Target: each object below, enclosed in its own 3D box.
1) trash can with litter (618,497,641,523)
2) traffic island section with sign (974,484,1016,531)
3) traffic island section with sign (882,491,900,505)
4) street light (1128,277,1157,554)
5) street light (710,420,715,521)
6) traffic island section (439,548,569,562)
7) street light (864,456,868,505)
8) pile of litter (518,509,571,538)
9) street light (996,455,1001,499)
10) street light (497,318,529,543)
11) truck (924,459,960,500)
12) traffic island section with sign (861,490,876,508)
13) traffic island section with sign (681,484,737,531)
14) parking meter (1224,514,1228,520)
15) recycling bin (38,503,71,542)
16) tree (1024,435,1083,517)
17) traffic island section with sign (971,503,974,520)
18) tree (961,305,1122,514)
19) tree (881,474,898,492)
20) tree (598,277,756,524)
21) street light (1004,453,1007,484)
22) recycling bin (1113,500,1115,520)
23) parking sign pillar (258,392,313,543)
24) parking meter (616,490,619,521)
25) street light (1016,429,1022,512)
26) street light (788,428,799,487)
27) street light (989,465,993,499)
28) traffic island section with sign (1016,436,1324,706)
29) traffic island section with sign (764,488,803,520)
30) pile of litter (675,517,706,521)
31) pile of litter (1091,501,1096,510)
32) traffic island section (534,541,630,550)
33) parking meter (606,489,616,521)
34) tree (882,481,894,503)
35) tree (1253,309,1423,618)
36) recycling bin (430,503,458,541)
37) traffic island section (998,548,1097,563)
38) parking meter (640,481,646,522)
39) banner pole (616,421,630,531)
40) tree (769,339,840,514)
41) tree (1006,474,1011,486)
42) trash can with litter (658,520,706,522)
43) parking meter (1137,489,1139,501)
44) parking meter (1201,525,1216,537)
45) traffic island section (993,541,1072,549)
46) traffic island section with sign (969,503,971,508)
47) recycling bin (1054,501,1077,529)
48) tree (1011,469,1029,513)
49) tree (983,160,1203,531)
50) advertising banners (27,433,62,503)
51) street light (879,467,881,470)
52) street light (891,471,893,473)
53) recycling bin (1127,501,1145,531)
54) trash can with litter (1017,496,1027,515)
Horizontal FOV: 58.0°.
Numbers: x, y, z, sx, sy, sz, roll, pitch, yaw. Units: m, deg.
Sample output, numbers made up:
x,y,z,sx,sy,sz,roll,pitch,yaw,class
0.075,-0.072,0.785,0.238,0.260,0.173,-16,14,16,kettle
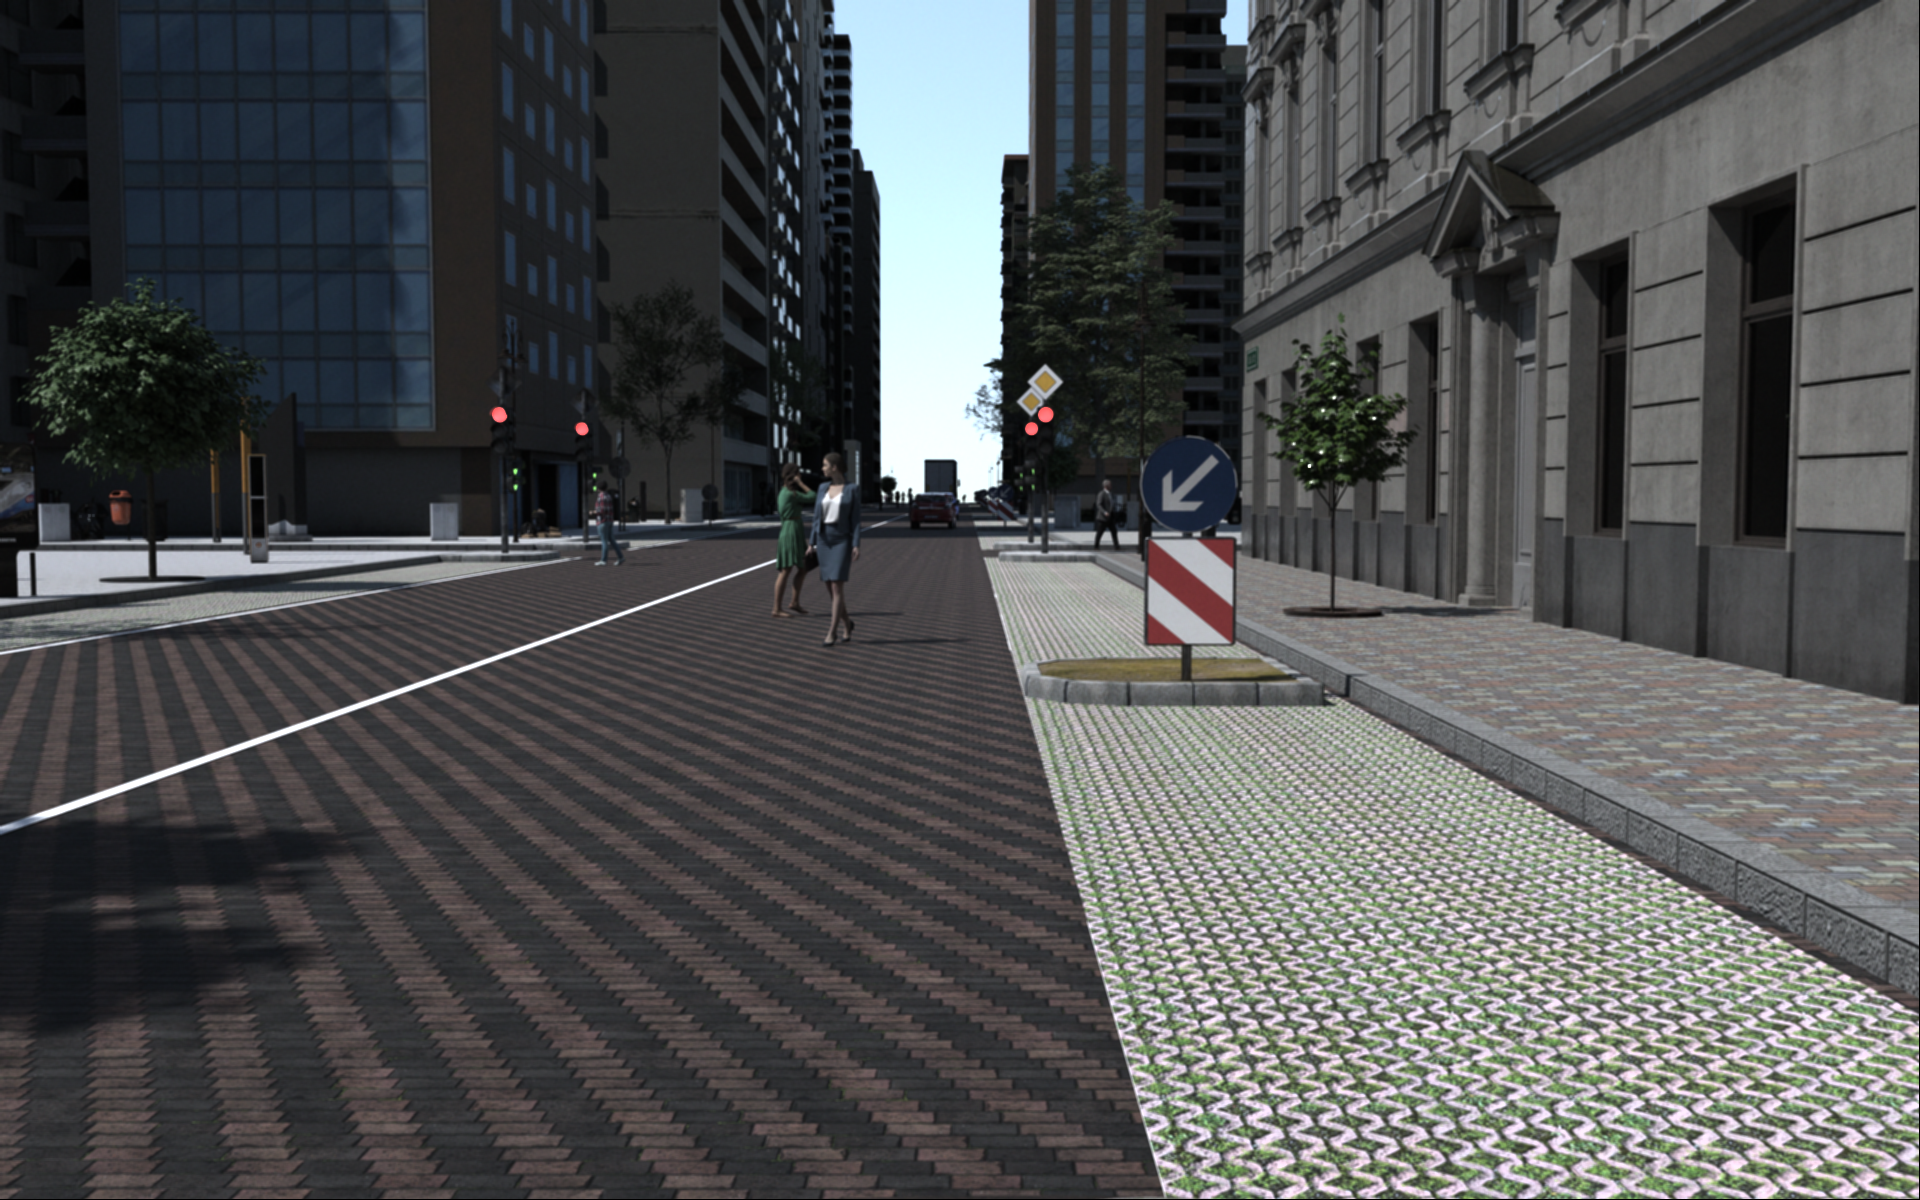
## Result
x,y,z,sx,sy,sz,roll,pitch,yaw,class
-14.630,-3.989,76.601,1.055,1.170,0.624,2,4,24,trash can with litter
1.630,-3.577,67.119,1.989,1.847,2.006,0,4,0,traffic island section with sign
-9.229,-13.364,227.133,1.989,1.847,2.006,0,4,0,traffic island section with sign
3.884,-3.926,36.980,0.468,5.910,1.993,0,4,0,street light
-11.780,-6.710,82.494,0.468,5.910,1.993,0,4,0,street light
-9.883,-0.935,37.564,2.009,0.180,2.903,0,4,0,traffic island section
-11.173,-14.266,206.038,0.468,5.910,1.993,0,4,0,street light
-12.197,-2.251,50.762,1.719,0.858,1.176,-2,4,-23,pile of litter
4.462,-14.239,205.590,0.468,5.910,1.993,0,4,0,street light
-11.756,-4.457,45.665,0.468,5.910,1.993,0,4,0,street light
-1.526,-9.603,145.915,2.839,4.237,11.283,0,4,1,truck
-9.409,-10.001,172.151,1.989,1.847,2.006,0,4,0,traffic island section with sign
-9.782,-3.617,67.771,1.989,1.847,2.006,0,4,0,traffic island section with sign
13.026,-4.633,84.166,0.372,1.533,0.369,0,3,0,parking meter
-24.337,-2.073,46.440,0.722,1.027,0.722,-3,5,-40,recycling bin
5.250,-6.939,97.171,4.285,4.588,4.351,0,3,0,tree
1.729,-5.265,94.710,1.989,1.847,2.006,0,4,0,traffic island section with sign
5.354,-12.204,109.899,12.009,13.543,11.850,0,3,0,tree
-11.500,-17.809,274.887,4.285,4.588,4.351,0,3,0,tree
-12.257,-8.520,73.707,8.767,10.594,7.601,2,4,26,tree
4.238,-11.437,159.780,0.468,5.910,1.993,0,4,0,street light
6.306,-3.809,74.826,0.722,1.027,0.722,0,4,7,recycling bin
-18.168,-3.546,46.447,1.447,3.967,1.447,2,4,27,parking sign pillar
-16.360,-4.530,82.469,0.372,1.533,0.369,0,3,0,parking meter
4.221,-9.184,122.951,0.468,5.910,1.993,0,4,0,street light
-11.615,-8.962,119.323,0.468,5.910,1.993,0,4,0,street light
4.762,-18.749,279.327,0.468,5.910,1.993,0,4,0,street light
1.454,-0.240,12.555,1.989,1.847,2.006,0,4,0,traffic island section with sign
-9.686,-5.308,95.409,1.989,1.847,2.006,0,4,0,traffic island section with sign
-13.071,-4.278,83.905,1.176,0.858,1.719,-3,5,-39,pile of litter
8.996,-5.926,110.848,1.176,0.858,1.719,3,4,37,pile of litter
-9.856,-1.423,45.549,2.009,0.180,2.903,0,4,0,traffic island section
-16.642,-4.504,82.048,0.372,1.533,0.369,0,3,0,parking meter
-11.220,-16.476,263.988,1.663,3.219,1.824,0,3,0,tree
3.962,-1.445,18.220,1.663,3.219,1.824,0,3,0,tree
-14.235,-2.156,47.804,0.722,1.027,0.722,-1,4,-17,recycling bin
1.858,-0.932,37.518,2.009,0.180,2.903,0,4,0,traffic island section
-14.712,-4.569,80.418,0.255,1.863,0.399,0,4,-6,parking meter
-11.583,-4.231,59.201,0.401,3.779,0.863,1,4,9,banner pole
-11.633,-11.395,112.060,9.928,11.665,9.643,0,3,0,tree
4.081,-8.605,135.300,1.663,3.219,1.824,0,3,0,tree
-12.775,-4.207,79.847,2.233,1.210,1.678,1,4,10,trash can with litter
8.605,-4.524,82.384,0.372,1.533,0.369,0,3,0,parking meter
6.987,-2.625,48.628,0.399,1.863,0.255,-3,4,-37,parking meter
1.886,-1.420,45.503,2.009,0.180,2.903,0,4,0,traffic island section
1.905,-8.375,145.560,1.989,1.847,2.006,0,4,0,traffic island section with sign
3.935,-3.185,64.625,0.722,1.027,0.722,1,4,14,recycling bin
4.721,-7.629,119.337,1.663,3.219,1.824,0,3,0,tree
4.604,-8.671,59.900,7.486,12.596,7.792,0,3,0,tree
-26.585,-3.311,50.320,0.090,3.025,2.074,0,4,-4,advertising banners
-11.219,-16.519,242.868,0.468,5.910,1.993,0,4,0,street light
-10.990,-18.783,279.885,0.468,5.910,1.993,0,4,0,street light
6.282,-2.976,61.210,0.722,1.027,0.722,1,4,10,recycling bin
3.812,-5.811,106.391,0.624,1.170,1.055,0,4,2,trash can with litter
